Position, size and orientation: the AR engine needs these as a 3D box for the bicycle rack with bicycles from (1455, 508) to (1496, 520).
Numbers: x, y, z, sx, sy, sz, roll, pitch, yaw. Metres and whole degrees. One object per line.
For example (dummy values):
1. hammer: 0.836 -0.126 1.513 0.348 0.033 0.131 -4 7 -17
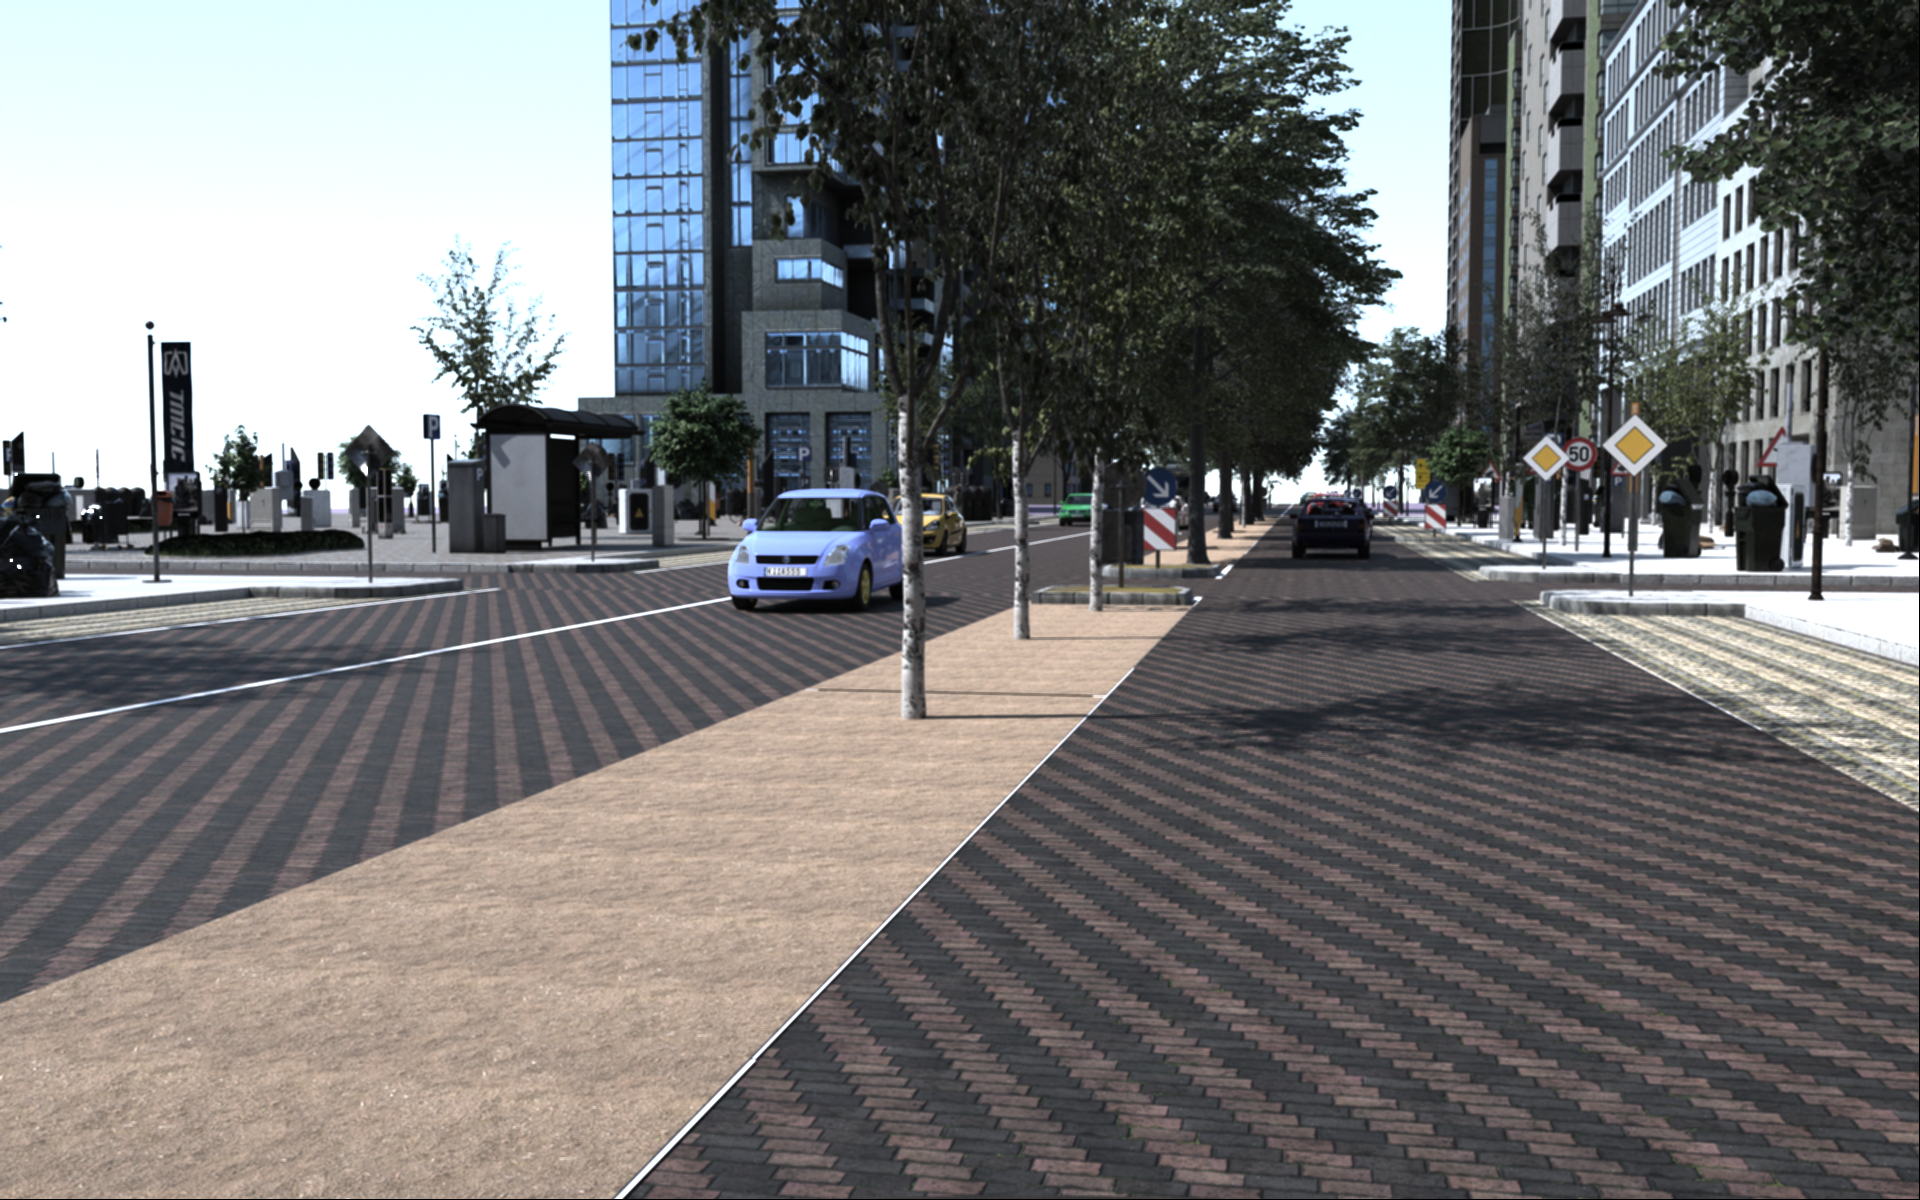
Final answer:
1. bicycle rack with bicycles: 25.402 -4.495 86.879 2.925 0.926 2.852 -1 4 -11

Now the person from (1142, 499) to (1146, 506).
1. person: 8.462 -4.270 78.498 0.728 1.800 0.709 3 5 43

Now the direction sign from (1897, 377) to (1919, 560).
1. direction sign: 18.618 -2.563 33.902 0.379 3.537 0.876 2 4 26

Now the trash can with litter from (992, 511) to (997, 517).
1. trash can with litter: 1.585 -5.166 95.859 1.055 1.170 0.624 -1 4 -21

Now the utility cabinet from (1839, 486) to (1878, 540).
1. utility cabinet: 24.929 -2.408 48.054 1.173 1.500 0.318 -2 4 -27

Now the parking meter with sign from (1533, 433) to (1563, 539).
1. parking meter with sign: 16.942 -3.293 50.101 0.543 3.016 1.738 0 4 7

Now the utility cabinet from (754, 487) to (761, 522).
1. utility cabinet: -6.520 -2.841 55.132 0.318 1.500 1.173 0 3 0

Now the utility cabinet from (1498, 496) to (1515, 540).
1. utility cabinet: 15.542 -2.327 49.203 0.306 1.237 1.020 2 4 26

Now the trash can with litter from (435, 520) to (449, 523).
1. trash can with litter: -23.148 -3.978 76.098 2.233 1.210 1.678 -2 4 -28

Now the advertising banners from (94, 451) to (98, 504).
1. advertising banners: -34.270 -4.435 68.698 0.090 3.025 2.074 -2 4 -29

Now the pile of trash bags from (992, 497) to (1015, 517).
1. pile of trash bags: 1.553 -5.385 97.789 3.447 1.369 1.912 -1 4 -9

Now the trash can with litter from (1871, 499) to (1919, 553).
1. trash can with litter: 20.654 -1.628 37.997 1.055 1.170 0.624 0 4 -1

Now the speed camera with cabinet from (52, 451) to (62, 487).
1. speed camera with cabinet: -42.579 -5.232 79.877 2.038 3.252 0.660 -1 4 -21

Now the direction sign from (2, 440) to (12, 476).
1. direction sign: -39.923 -4.957 73.050 0.379 3.537 0.876 2 4 25

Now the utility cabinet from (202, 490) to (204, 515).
1. utility cabinet: -37.193 -4.759 86.486 1.173 1.500 0.318 -1 4 -18

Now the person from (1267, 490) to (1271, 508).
1. person: 30.855 -10.036 172.666 0.705 1.814 1.350 1 4 21

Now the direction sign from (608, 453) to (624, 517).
1. direction sign: -19.156 -6.395 96.552 0.876 3.537 0.379 -2 4 -25

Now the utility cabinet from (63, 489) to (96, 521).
1. utility cabinet: -35.593 -3.754 70.052 1.173 1.500 0.318 -1 4 -19

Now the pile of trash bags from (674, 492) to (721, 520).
1. pile of trash bags: -13.256 -4.712 86.787 1.912 1.369 3.447 2 4 35

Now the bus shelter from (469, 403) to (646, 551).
1. bus shelter: -9.451 -2.898 41.305 2.014 3.302 5.546 1 4 11

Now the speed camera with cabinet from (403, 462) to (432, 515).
1. speed camera with cabinet: -33.838 -6.929 107.630 2.038 3.252 0.660 -2 4 -27

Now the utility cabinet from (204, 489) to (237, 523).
1. utility cabinet: -32.500 -4.132 76.232 1.173 1.500 0.318 -1 4 -10

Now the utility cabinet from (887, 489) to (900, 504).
1. utility cabinet: -2.759 -3.886 72.220 0.318 1.500 1.173 1 4 13

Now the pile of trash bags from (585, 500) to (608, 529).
1. pile of trash bags: -14.854 -3.376 64.958 3.447 1.369 1.912 0 4 2

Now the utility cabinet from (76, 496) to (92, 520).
1. utility cabinet: -32.723 -3.276 64.722 0.306 1.237 1.020 -3 5 -41

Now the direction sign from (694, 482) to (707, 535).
1. direction sign: -8.183 -3.822 54.494 0.379 3.537 0.876 -2 4 -29

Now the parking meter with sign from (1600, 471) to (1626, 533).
1. parking meter with sign: 21.701 -3.739 57.387 0.543 3.016 1.738 0 4 0

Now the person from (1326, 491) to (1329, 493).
1. person: 40.886 -11.257 192.517 0.705 1.831 1.348 -1 4 -9

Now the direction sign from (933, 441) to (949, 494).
1. direction sign: -0.811 -5.025 74.149 0.876 3.537 0.379 3 4 37

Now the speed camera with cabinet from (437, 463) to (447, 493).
1. speed camera with cabinet: -33.881 -7.162 111.438 2.038 3.252 0.660 -3 4 -36

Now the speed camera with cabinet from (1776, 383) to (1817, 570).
1. speed camera with cabinet: 14.473 -2.194 30.207 0.660 3.252 2.038 3 4 38

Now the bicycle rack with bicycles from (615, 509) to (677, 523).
1. bicycle rack with bicycles: -14.024 -3.942 77.827 2.925 0.926 2.852 -1 4 -22

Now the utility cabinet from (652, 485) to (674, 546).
1. utility cabinet: -7.327 -2.079 42.672 0.318 1.500 1.173 0 4 2

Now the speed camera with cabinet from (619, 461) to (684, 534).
1. speed camera with cabinet: -9.956 -3.763 55.856 2.038 3.252 0.660 -2 4 -35

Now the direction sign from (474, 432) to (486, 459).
1. direction sign: -17.468 -4.352 63.154 0.379 3.537 0.876 -3 5 -43

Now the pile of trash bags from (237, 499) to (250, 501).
1. pile of trash bags: -41.330 -5.562 100.686 3.447 1.369 1.912 -2 4 -30

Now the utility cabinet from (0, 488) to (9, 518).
1. utility cabinet: -36.134 -3.488 65.703 1.173 1.500 0.318 -3 5 -41

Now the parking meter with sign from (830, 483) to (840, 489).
1. parking meter with sign: -6.306 -5.676 89.056 0.543 3.016 1.738 -3 5 -43

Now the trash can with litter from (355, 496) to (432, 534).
1. trash can with litter: -18.478 -2.732 55.732 2.233 1.210 1.678 2 4 26

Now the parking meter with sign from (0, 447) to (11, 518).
1. parking meter with sign: -36.279 -4.186 64.708 1.738 3.016 0.543 0 4 5

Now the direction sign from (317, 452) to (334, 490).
1. direction sign: -34.347 -6.229 93.834 0.876 3.537 0.379 0 4 2

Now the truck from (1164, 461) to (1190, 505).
1. truck: 18.879 -9.761 148.506 2.839 4.237 11.283 1 4 10

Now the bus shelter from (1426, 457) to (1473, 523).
1. bus shelter: 22.582 -5.239 79.573 2.014 3.302 5.546 1 4 11

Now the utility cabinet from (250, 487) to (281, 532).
1. utility cabinet: -22.096 -2.837 55.056 1.173 1.500 0.318 2 4 33

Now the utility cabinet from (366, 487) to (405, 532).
1. utility cabinet: -19.279 -3.025 58.143 1.173 1.500 0.318 -2 4 -30

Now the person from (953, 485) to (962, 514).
1. person: -0.143 -3.463 65.665 0.362 1.759 0.519 2 4 31

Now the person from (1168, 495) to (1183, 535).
1. person: 7.589 -3.051 60.981 0.503 1.515 0.523 -1 4 -13

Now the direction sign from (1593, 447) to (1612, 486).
1. direction sign: 31.015 -5.606 83.655 0.876 3.537 0.379 0 4 -6

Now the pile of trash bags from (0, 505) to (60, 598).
1. pile of trash bags: -13.120 -0.727 21.635 3.447 1.369 1.912 -1 4 -19

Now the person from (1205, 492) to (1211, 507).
1. person: 28.167 -11.466 196.785 0.721 1.723 1.217 -2 4 -27

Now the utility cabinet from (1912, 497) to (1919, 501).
1. utility cabinet: 22.074 -1.709 39.100 1.020 1.237 0.306 3 5 45

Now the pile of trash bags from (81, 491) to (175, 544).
1. pile of trash bags: -22.397 -2.177 45.348 3.447 1.369 1.912 -1 4 -15

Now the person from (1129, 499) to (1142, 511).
1. person: 4.997 -2.462 49.024 0.793 1.790 0.793 -1 4 -22

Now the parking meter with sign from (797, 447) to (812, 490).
1. parking meter with sign: -5.724 -4.179 64.590 0.543 3.016 1.738 0 4 1

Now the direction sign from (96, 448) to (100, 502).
1. direction sign: -42.857 -5.759 86.160 0.379 3.537 0.876 -2 4 -30

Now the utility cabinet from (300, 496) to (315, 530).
1. utility cabinet: -17.180 -2.109 45.645 0.306 1.237 1.020 -1 4 -17

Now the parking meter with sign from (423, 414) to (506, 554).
1. parking meter with sign: -10.733 -2.532 37.651 1.738 3.016 0.543 1 4 16

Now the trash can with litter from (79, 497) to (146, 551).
1. trash can with litter: -18.979 -1.757 39.778 2.233 1.210 1.678 -2 4 -25

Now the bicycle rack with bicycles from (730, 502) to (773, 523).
1. bicycle rack with bicycles: -8.742 -3.869 76.642 2.925 0.926 2.852 0 4 0

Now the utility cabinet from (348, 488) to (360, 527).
1. utility cabinet: -23.424 -3.563 66.936 0.318 1.500 1.173 -2 4 -25
